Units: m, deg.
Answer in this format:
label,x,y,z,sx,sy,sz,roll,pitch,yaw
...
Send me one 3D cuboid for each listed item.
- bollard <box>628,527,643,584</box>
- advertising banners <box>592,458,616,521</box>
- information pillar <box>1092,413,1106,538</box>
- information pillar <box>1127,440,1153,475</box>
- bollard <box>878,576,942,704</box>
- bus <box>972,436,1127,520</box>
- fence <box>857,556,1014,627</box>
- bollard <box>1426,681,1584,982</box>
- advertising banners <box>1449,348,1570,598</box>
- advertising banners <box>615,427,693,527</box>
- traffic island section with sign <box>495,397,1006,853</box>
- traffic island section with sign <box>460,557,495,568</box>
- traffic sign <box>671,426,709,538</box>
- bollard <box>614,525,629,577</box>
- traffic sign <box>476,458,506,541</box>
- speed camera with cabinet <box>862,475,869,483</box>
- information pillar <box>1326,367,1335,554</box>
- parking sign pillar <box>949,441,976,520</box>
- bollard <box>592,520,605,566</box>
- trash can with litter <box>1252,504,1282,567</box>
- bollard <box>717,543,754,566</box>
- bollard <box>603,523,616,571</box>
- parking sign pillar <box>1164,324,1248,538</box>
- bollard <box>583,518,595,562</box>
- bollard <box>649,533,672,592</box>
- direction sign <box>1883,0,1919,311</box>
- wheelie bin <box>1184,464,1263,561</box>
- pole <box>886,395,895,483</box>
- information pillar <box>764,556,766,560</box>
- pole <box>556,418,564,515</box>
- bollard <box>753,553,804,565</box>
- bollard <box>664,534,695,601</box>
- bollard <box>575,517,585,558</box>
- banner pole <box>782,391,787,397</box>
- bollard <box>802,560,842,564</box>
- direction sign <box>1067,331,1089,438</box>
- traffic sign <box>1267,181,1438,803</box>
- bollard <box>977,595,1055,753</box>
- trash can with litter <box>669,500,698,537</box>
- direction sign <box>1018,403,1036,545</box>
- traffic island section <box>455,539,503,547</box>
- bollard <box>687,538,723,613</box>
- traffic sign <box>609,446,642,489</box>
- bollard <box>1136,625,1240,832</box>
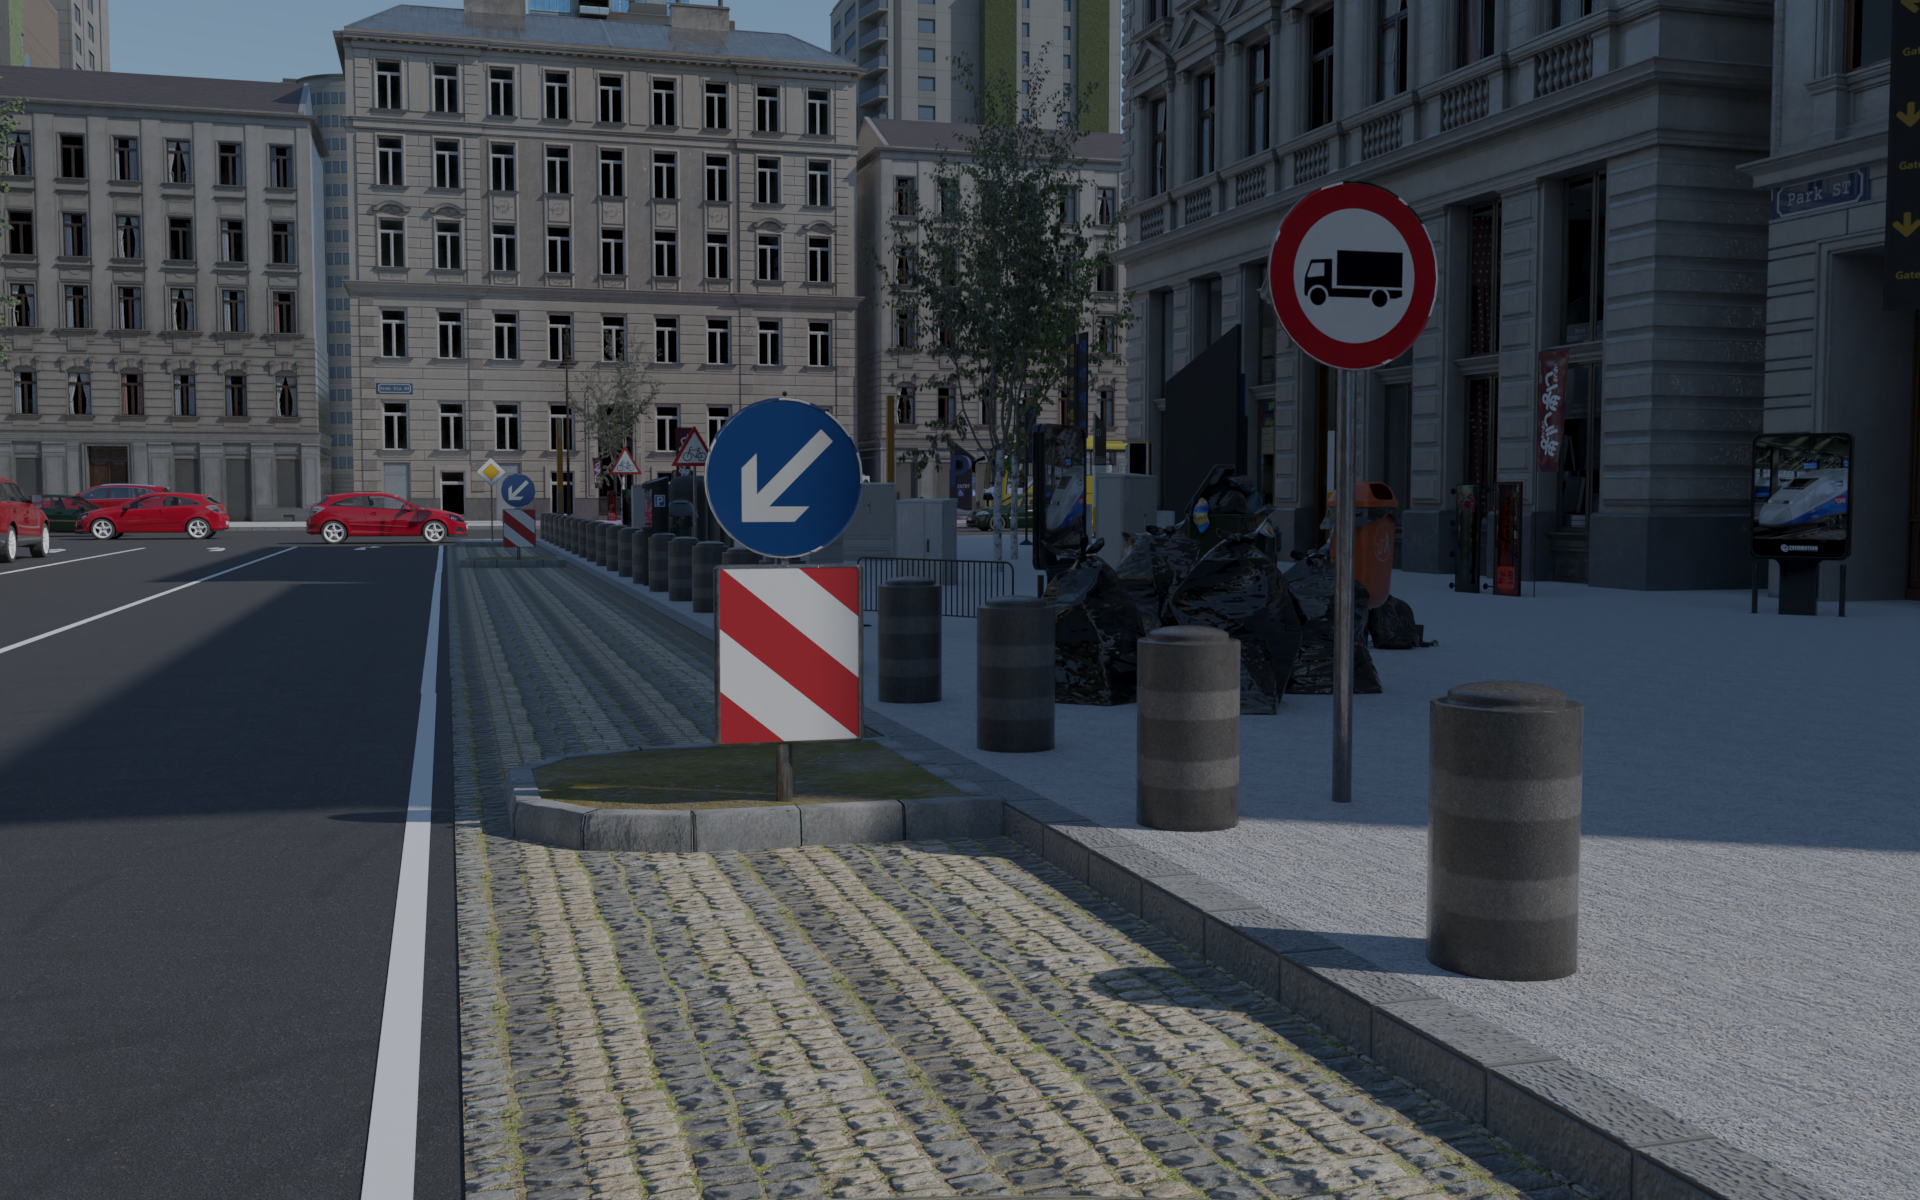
label,x,y,z,sx,sy,sz,roll,pitch,yaw
bollard,-4.502,-0.622,24.884,0.404,0.777,0.398,0,3,0
advertising banners,-16.636,-5.301,82.855,2.074,3.025,0.090,1,4,14
information pillar,4.030,-3.595,50.130,0.504,3.616,0.183,-3,5,-41
information pillar,2.481,-1.189,23.933,0.304,2.012,0.304,1,4,17
bollard,-0.311,0.241,10.769,0.404,0.777,0.398,0,3,0
bus,6.781,-5.051,74.132,12.252,3.916,2.896,-1,4,-17
fence,-0.258,-0.040,16.032,2.069,0.683,0.278,3,5,42
bollard,1.485,0.611,4.728,0.404,0.777,0.398,0,3,0
advertising banners,6.886,-1.565,21.783,0.090,3.025,2.074,-1,4,-23
advertising banners,-7.834,-2.977,44.854,2.074,3.025,0.090,-2,4,-29
traffic island section with sign,-1.036,0.047,7.858,1.989,1.847,2.006,-1,4,-16
traffic island section with sign,-8.873,-1.568,34.269,1.989,1.847,2.006,-1,4,-16
traffic sign,-5.086,-2.031,33.216,0.884,2.594,0.081,-1,4,-15
bollard,-5.104,-0.745,26.905,0.404,0.777,0.398,0,3,0
traffic sign,-12.892,-2.692,47.662,0.795,2.450,0.064,-1,4,-16
speed camera with cabinet,-5.120,-5.420,82.945,0.660,3.252,2.038,2,4,31
information pillar,4.901,-1.928,22.881,0.183,3.616,0.504,1,4,11
parking sign pillar,0.131,-5.995,86.495,1.447,3.967,1.447,2,4,29
bollard,-6.298,-0.992,30.934,0.404,0.777,0.398,0,3,0
trash can with litter,3.224,-0.544,20.284,1.055,1.170,0.624,2,4,25
bollard,-2.104,-0.129,16.821,0.404,0.777,0.398,0,3,0
bollard,-5.699,-0.868,28.915,0.404,0.777,0.398,0,3,0
parking sign pillar,3.981,-2.420,28.043,1.447,3.967,1.447,3,4,36
bollard,-6.900,-1.115,32.944,0.404,0.777,0.398,0,3,0
bollard,-3.906,-0.498,22.865,0.404,0.777,0.398,0,3,0
direction sign,4.290,-0.926,7.145,0.876,3.537,0.379,3,4,36
wheelie bin,2.823,-0.646,18.471,0.693,1.594,0.980,2,4,27
pole,-1.443,-2.570,35.864,0.158,3.312,0.155,0,3,0
information pillar,-3.090,-1.461,28.381,0.304,2.012,0.304,2,4,30
pole,-10.747,-3.222,46.531,0.158,3.312,0.155,0,3,0
bollard,-1.512,-0.006,14.810,0.404,0.777,0.398,0,3,0
bollard,-3.307,-0.375,20.855,0.404,0.777,0.398,0,3,0
bollard,-7.494,-1.238,34.954,0.404,0.777,0.398,0,3,0
banner pole,-4.133,-3.181,42.028,0.401,3.779,0.863,-2,4,-34
bollard,-0.915,0.117,12.797,0.404,0.777,0.398,0,3,0
direction sign,1.663,-1.995,24.612,0.379,3.537,0.876,-1,4,-15
traffic sign,1.595,-0.431,7.160,0.768,2.556,0.104,-1,4,-15
bollard,0.283,0.365,8.751,0.404,0.777,0.398,0,3,0
trash can with litter,-5.496,-1.412,34.480,0.624,1.170,1.055,-1,4,-12
direction sign,1.676,-3.155,43.574,0.379,3.537,0.876,2,4,34
traffic island section,-12.872,-1.558,47.746,2.009,0.180,2.903,-1,4,-16
bollard,-2.710,-0.253,18.846,0.404,0.777,0.398,0,3,0
traffic sign,-9.094,-2.881,47.103,0.884,2.594,0.081,-1,4,-11
bollard,0.887,0.488,6.743,0.404,0.777,0.398,0,3,0
